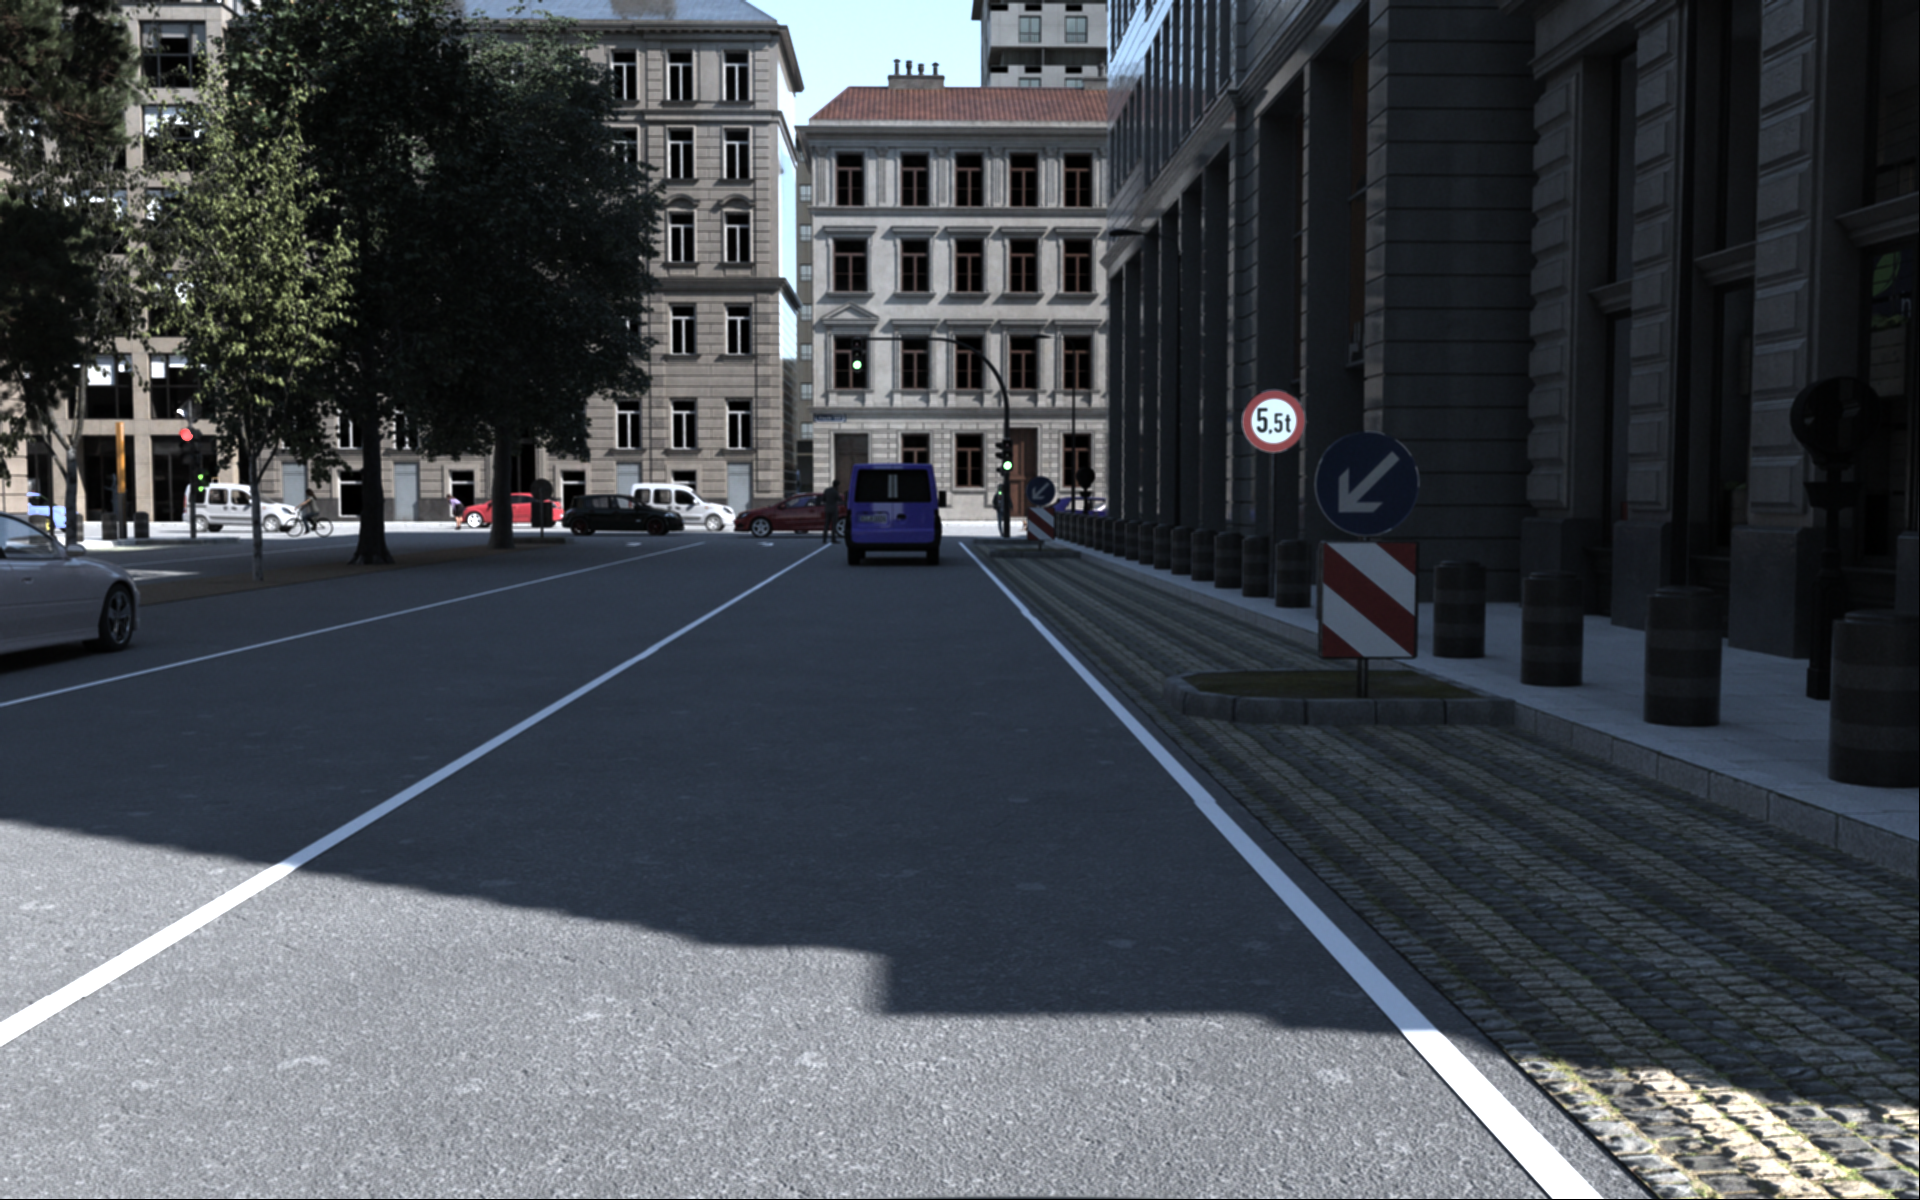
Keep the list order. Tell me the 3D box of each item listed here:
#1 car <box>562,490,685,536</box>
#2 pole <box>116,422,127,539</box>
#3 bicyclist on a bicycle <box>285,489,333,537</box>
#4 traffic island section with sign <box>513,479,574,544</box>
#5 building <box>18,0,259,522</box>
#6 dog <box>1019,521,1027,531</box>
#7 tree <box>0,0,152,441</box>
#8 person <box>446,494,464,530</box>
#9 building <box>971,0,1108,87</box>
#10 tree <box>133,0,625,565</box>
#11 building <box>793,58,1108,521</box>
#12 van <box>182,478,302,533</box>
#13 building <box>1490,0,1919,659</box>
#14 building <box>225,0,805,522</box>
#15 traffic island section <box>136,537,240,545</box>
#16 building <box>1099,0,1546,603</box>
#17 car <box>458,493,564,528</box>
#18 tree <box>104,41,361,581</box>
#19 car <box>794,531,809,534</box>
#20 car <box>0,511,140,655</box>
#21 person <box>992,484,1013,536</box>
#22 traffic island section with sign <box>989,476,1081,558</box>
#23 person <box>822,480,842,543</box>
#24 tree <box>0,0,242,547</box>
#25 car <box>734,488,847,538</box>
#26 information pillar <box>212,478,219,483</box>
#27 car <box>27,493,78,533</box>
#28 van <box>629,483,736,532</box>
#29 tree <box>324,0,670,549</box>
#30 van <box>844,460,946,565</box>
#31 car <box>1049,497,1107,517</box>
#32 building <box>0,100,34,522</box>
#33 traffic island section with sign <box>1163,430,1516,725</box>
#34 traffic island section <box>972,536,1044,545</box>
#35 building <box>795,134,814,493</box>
[{"bbox_3d":[-11.718,-3.089,60.287,4.222,1.686,2.009,0,4,-2],"label":"car"},{"bbox_3d":[-23.819,-3.385,49.190,0.158,3.312,0.155,0,3,0],"label":"pole"},{"bbox_3d":[-21.809,-2.931,57.946,1.625,1.676,1.499,0,4,0],"label":"bicyclist on a bicycle"},{"bbox_3d":[-12.330,-2.592,50.513,2.006,1.907,1.989,0,4,-2],"label":"traffic island section with sign"},{"bbox_3d":[-50.317,-17.292,87.232,34.151,26.468,19.350,0,4,-2],"label":"building"},{"bbox_3d":[2.698,-2.903,67.654,0.748,0.427,0.550,2,4,33],"label":"dog"},{"bbox_3d":[-11.355,-5.670,17.216,6.751,12.117,7.091,0,3,0],"label":"tree"},{"bbox_3d":[-20.335,-3.550,69.769,0.697,1.427,0.421,0,4,4],"label":"person"},{"bbox_3d":[15.830,-35.236,165.342,28.713,52.752,27.495,0,4,-2],"label":"building"},{"bbox_3d":[-12.002,-7.075,35.137,9.611,12.733,9.660,0,3,0],"label":"tree"},{"bbox_3d":[2.820,-15.251,85.504,21.152,22.565,11.583,0,4,-2],"label":"building"},{"bbox_3d":[-27.014,-3.564,65.276,4.112,2.044,2.013,0,4,-3],"label":"van"},{"bbox_3d":[11.347,-11.063,9.752,11.050,23.489,19.941,0,4,-2],"label":"building"},{"bbox_3d":[-20.473,-17.561,84.386,25.104,27.353,12.463,0,4,-2],"label":"building"},{"bbox_3d":[-22.155,-1.696,50.018,2.009,0.180,2.903,0,4,-2],"label":"traffic island section"},{"bbox_3d":[9.943,-15.712,34.377,11.434,29.767,29.804,0,4,-2],"label":"building"},{"bbox_3d":[-19.190,-3.965,73.872,4.494,1.783,2.155,0,4,-2],"label":"car"},{"bbox_3d":[-11.507,-4.599,28.012,4.737,8.622,4.395,0,3,0],"label":"tree"},{"bbox_3d":[-4.469,-3.094,63.167,3.894,1.354,1.945,0,4,-1],"label":"car"},{"bbox_3d":[-8.499,-0.115,14.250,2.083,1.381,4.827,0,4,-2],"label":"car"},{"bbox_3d":[1.403,-2.973,57.458,0.623,1.781,0.721,-1,4,-18],"label":"person"},{"bbox_3d":[1.669,-1.880,39.363,1.989,1.847,2.006,0,4,-2],"label":"traffic island section with sign"},{"bbox_3d":[-3.729,-2.579,50.477,0.655,1.846,0.447,2,4,29],"label":"person"},{"bbox_3d":[-11.836,-4.295,23.049,4.360,8.622,3.978,0,3,0],"label":"tree"},{"bbox_3d":[-5.283,-2.973,57.654,4.494,1.783,2.155,0,4,-3],"label":"car"},{"bbox_3d":[-33.627,-4.514,78.293,0.304,2.012,0.304,-1,4,-20],"label":"information pillar"},{"bbox_3d":[-34.836,-3.370,64.687,3.694,1.707,1.945,0,4,0],"label":"car"},{"bbox_3d":[-10.762,-3.671,67.035,4.112,2.044,2.013,0,4,-1],"label":"van"},{"bbox_3d":[-11.999,-8.306,44.918,9.857,13.997,8.962,0,3,0],"label":"tree"},{"bbox_3d":[-1.386,-1.978,36.717,2.240,2.365,5.245,0,4,-1],"label":"van"},{"bbox_3d":[4.699,-2.824,58.756,3.894,1.354,1.945,0,4,-2],"label":"car"},{"bbox_3d":[-35.357,-15.598,40.928,20.117,28.700,13.634,0,4,-2],"label":"building"},{"bbox_3d":[2.419,-0.182,11.603,1.989,1.847,2.006,0,4,-2],"label":"traffic island section with sign"},{"bbox_3d":[1.378,-1.734,50.638,2.009,0.180,2.903,0,4,-2],"label":"traffic island section"},{"bbox_3d":[-23.989,-40.490,251.245,27.495,52.752,28.713,0,4,-2],"label":"building"}]
